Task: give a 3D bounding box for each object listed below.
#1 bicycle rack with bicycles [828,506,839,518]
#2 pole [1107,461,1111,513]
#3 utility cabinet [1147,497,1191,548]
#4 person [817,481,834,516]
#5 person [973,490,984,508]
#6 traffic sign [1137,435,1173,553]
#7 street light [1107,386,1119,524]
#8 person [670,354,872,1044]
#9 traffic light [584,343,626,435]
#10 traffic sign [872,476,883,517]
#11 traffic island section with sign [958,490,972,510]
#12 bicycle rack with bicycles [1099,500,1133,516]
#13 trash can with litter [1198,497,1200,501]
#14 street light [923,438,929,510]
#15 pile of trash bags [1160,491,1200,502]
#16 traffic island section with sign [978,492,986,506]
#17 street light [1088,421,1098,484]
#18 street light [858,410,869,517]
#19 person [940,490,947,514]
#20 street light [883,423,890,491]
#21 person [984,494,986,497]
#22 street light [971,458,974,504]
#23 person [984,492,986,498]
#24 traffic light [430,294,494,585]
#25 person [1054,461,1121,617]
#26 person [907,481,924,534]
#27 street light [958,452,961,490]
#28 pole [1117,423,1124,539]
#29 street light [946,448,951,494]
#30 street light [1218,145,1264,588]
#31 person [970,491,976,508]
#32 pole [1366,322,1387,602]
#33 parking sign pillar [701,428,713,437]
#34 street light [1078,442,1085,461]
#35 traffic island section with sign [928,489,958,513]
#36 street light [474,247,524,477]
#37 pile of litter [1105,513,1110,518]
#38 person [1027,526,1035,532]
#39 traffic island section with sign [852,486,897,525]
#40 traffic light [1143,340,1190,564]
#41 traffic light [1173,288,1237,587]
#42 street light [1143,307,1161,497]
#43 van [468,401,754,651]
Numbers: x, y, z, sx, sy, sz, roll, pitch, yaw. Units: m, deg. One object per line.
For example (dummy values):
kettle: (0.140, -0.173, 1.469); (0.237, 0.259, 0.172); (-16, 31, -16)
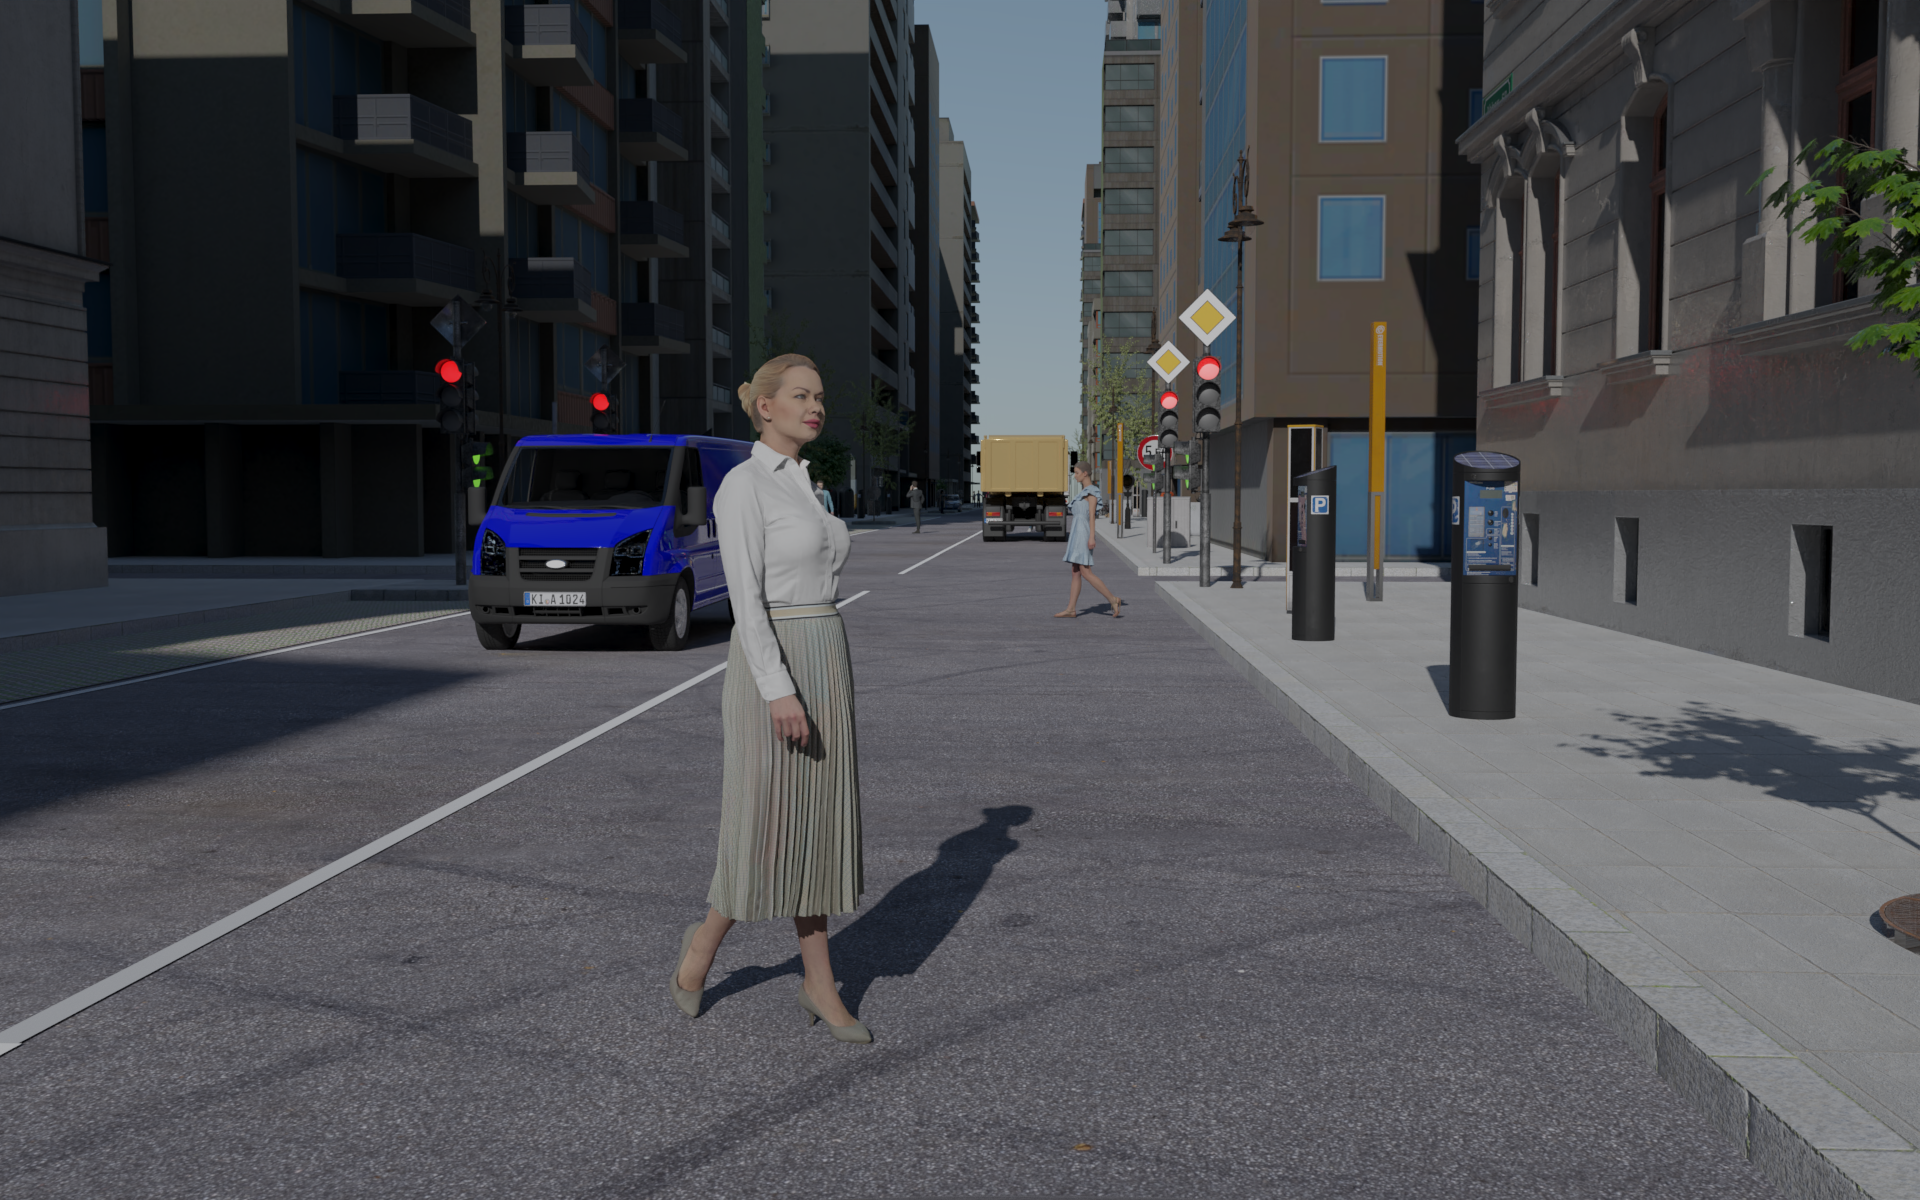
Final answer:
bicycle rack with bicycles: (-8.364, -5.365, 101.097); (2.852, 0.926, 2.925); (-3, 5, -41)
pole: (9.180, -6.885, 106.413); (0.158, 3.312, 0.155); (0, 3, 0)
utility cabinet: (5.011, -1.859, 41.563); (1.020, 1.237, 0.306); (1, 4, 13)
person: (-3.992, -2.545, 50.130); (0.660, 1.820, 0.620); (-1, 4, -10)
person: (1.936, -10.444, 179.240); (1.348, 1.826, 0.705); (-1, 4, -19)
traffic sign: (4.212, -2.283, 37.436); (0.768, 2.556, 0.104); (1, 4, 11)
street light: (6.564, -6.211, 74.339); (0.468, 5.910, 1.993); (0, 4, 3)
person: (-0.518, 0.252, 4.604); (0.641, 1.798, 0.478); (3, 4, 37)
traffic light: (-6.604, -2.655, 32.332); (0.839, 4.253, 0.868); (0, 4, 3)
traffic sign: (-4.692, -5.890, 98.437); (0.606, 2.300, 0.079); (0, 4, 8)
traffic island section with sign: (0.086, -9.124, 157.798); (1.989, 1.847, 2.006); (0, 4, 3)
bicycle rack with bicycles: (9.344, -5.507, 103.422); (2.925, 0.926, 2.852); (-1, 4, -8)
trash can with litter: (10.998, -3.981, 76.155); (2.233, 1.210, 1.678); (2, 4, 34)
street light: (-2.772, -10.264, 140.596); (0.468, 5.910, 1.993); (0, 4, 3)
pile of trash bags: (7.248, -2.884, 56.912); (1.912, 1.369, 3.447); (1, 4, 23)
traffic island section with sign: (3.140, -12.601, 214.647); (1.989, 1.847, 2.006); (0, 4, 3)
street light: (8.278, -8.163, 106.261); (0.468, 5.910, 1.993); (0, 4, 3)
street light: (-5.298, -7.503, 95.467); (0.468, 5.910, 1.993); (0, 4, 3)
person: (-1.192, -7.015, 123.908); (0.721, 1.735, 1.217); (1, 4, 20)
street light: (-4.534, -8.339, 109.133); (0.468, 5.910, 1.993); (0, 4, 3)
person: (3.161, -11.749, 200.696); (1.348, 1.812, 0.705); (-3, 4, -37)
street light: (1.623, -15.367, 224.033); (0.468, 5.910, 1.993); (0, 4, 3)
person: (3.218, -12.382, 211.870); (0.541, 1.710, 0.530); (0, 4, -7)
traffic light: (-7.033, -2.167, 24.359); (0.839, 4.253, 0.868); (0, 4, 3)
person: (1.476, -0.699, 20.030); (0.778, 1.811, 0.616); (0, 4, 7)
person: (-1.632, -3.369, 62.948); (0.474, 1.900, 0.648); (2, 4, 28)
street light: (-0.066, -13.441, 192.547); (0.468, 5.910, 1.993); (0, 4, 3)
pole: (4.614, -3.425, 49.846); (0.158, 3.312, 0.155); (0, 3, 0)
street light: (-1.168, -12.184, 171.990); (0.468, 5.910, 1.993); (0, 4, 3)
street light: (3.773, -3.097, 23.431); (0.468, 5.910, 1.993); (0, 4, 3)
person: (1.339, -10.618, 182.626); (0.750, 1.759, 0.617); (1, 4, 13)
pole: (4.965, -1.639, 20.645); (0.158, 3.312, 0.155); (0, 3, 0)
parking sign pillar: (-10.696, -5.031, 70.729); (1.447, 3.967, 1.447); (0, 4, 8)
street light: (10.764, -10.931, 151.508); (0.468, 5.910, 1.993); (0, 4, 3)
traffic island section with sign: (-1.382, -7.441, 130.295); (1.989, 1.847, 2.006); (0, 4, 3)
street light: (-8.661, -3.664, 32.687); (0.468, 5.910, 1.993); (0, 4, 3)
pile of litter: (8.350, -4.885, 93.836); (1.176, 0.858, 1.719); (2, 4, 30)
person: (2.649, -3.469, 65.883); (0.731, 1.740, 0.598); (2, 4, 35)
traffic island section with sign: (-4.019, -4.455, 81.473); (1.989, 1.847, 2.006); (0, 4, 3)
traffic light: (3.793, -2.622, 31.791); (0.839, 4.253, 0.868); (0, 4, 3)
traffic light: (3.364, -2.134, 23.818); (0.839, 4.253, 0.868); (0, 4, 3)
street light: (4.785, -4.289, 42.910); (0.468, 5.910, 1.993); (0, 4, 3)
van: (-3.324, -0.810, 17.625); (2.240, 2.365, 5.245); (0, 4, 4)
